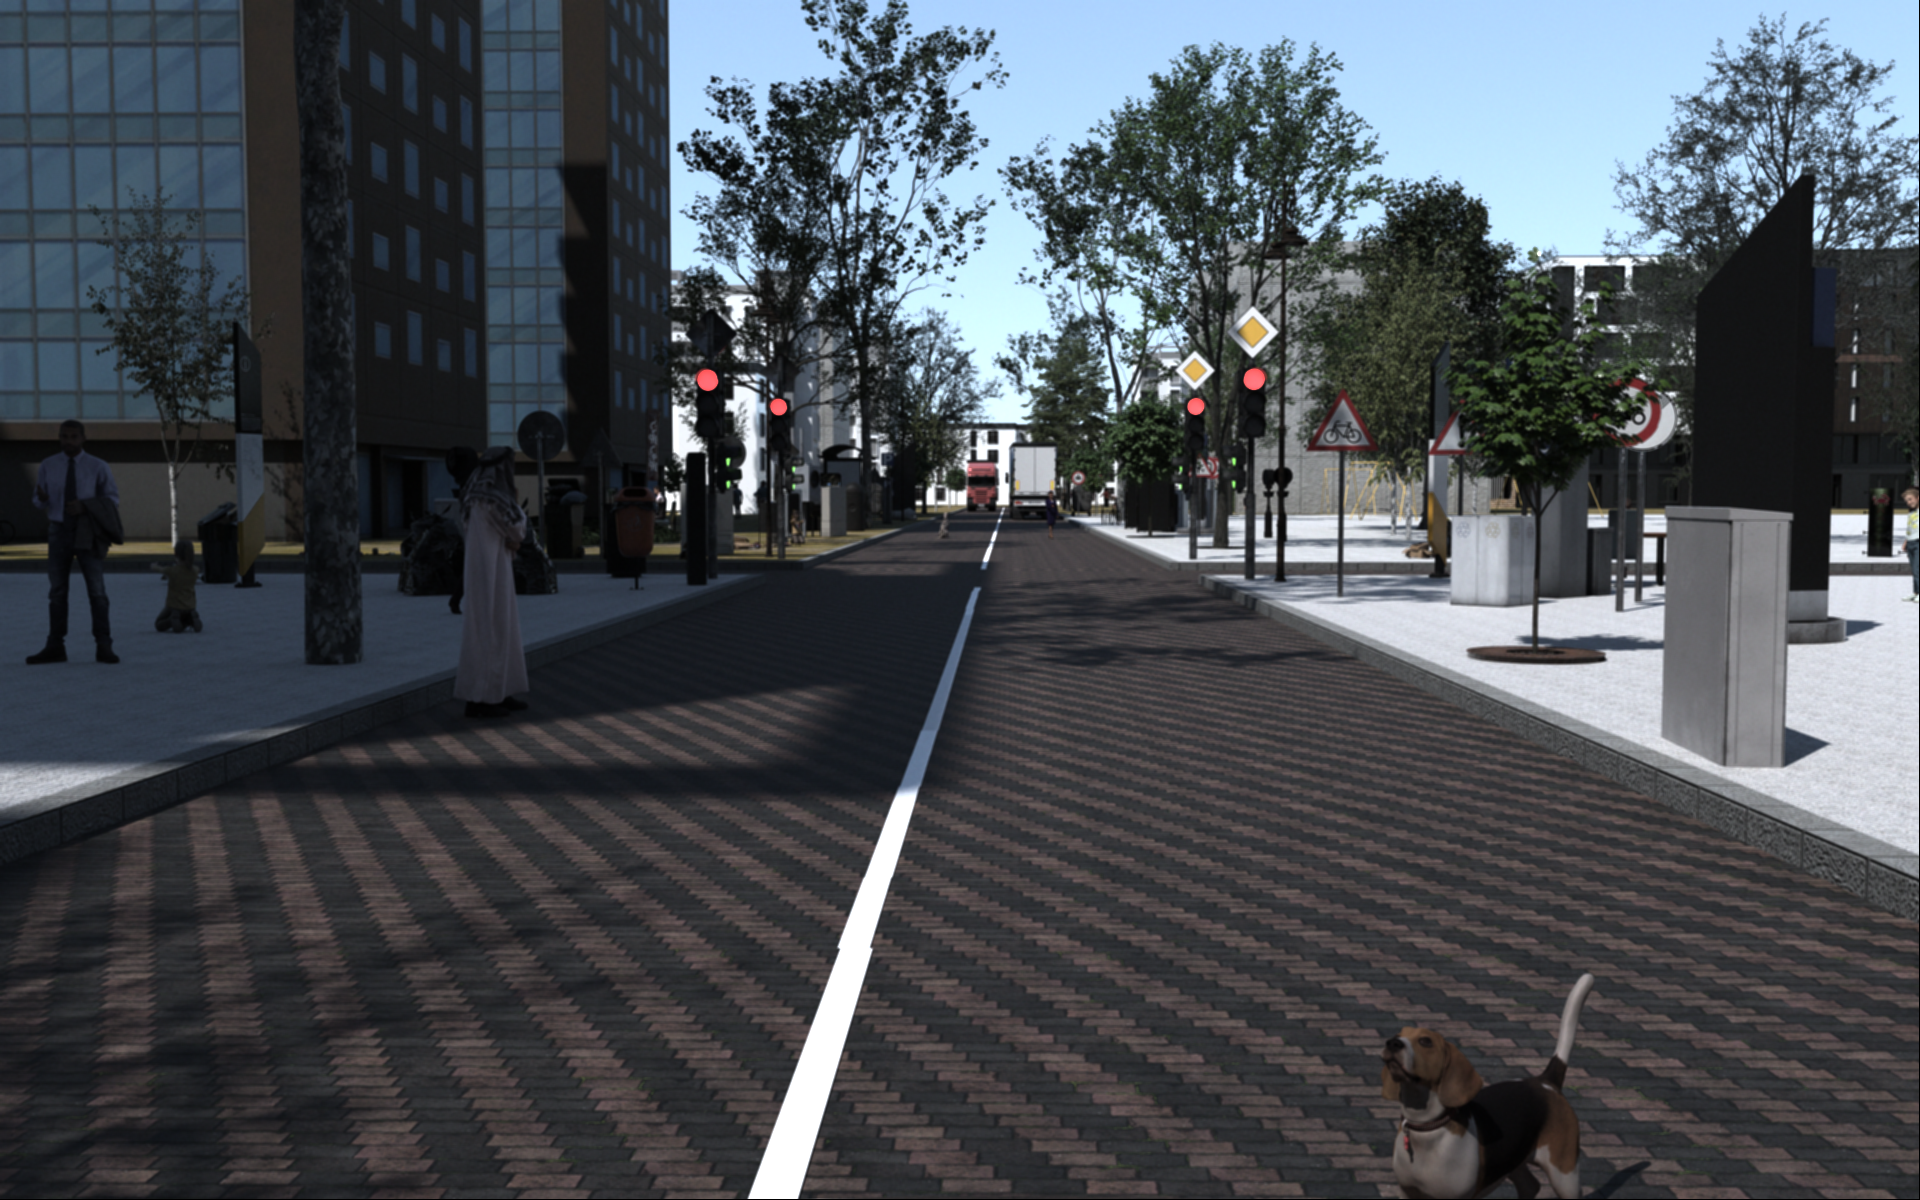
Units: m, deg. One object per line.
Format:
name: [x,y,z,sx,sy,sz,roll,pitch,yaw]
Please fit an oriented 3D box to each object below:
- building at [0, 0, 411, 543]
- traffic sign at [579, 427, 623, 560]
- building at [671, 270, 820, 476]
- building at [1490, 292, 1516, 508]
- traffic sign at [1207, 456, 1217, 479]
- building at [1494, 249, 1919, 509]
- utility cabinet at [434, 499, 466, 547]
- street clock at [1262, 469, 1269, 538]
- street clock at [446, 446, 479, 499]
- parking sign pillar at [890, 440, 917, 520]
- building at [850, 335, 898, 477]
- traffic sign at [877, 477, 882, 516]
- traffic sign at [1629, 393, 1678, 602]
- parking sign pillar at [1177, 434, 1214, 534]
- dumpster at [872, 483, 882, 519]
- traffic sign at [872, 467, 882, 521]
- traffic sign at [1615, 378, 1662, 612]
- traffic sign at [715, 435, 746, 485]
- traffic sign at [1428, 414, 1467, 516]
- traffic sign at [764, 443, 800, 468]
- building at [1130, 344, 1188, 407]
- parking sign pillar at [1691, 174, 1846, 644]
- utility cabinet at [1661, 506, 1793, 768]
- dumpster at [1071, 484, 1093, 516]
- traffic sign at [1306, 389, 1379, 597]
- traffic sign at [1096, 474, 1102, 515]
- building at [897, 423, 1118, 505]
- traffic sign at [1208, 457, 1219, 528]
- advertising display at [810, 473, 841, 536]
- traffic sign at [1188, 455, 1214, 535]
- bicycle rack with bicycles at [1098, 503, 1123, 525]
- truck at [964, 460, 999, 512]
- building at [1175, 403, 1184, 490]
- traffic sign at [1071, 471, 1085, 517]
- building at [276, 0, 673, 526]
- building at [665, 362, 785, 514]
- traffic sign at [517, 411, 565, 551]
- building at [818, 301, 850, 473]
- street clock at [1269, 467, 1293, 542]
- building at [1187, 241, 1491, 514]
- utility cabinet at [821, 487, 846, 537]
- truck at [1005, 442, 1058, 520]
building: [-23.273,-24.532,51.211,14.600,45.320,14.200,0,4,2]
traffic sign: [-6.986,-2.060,33.688,0.884,2.594,0.081,0,4,7]
building: [-19.694,-17.612,144.375,16.016,20.091,11.380,0,4,2]
building: [45.492,-18.885,165.196,11.380,20.091,16.016,0,4,2]
traffic sign: [8.146,-3.511,57.510,0.768,2.556,0.104,0,4,6]
building: [67.579,-19.245,158.632,32.646,21.610,27.936,0,4,2]
utility cabinet: [-6.871,-0.812,24.439,1.020,1.237,0.306,-1,4,-14]
street clock: [9.030,-2.820,50.676,0.358,2.002,0.471,-1,4,-12]
street clock: [-7.566,-1.333,26.372,0.471,2.002,0.358,2,4,29]
parking sign pillar: [-2.854,-5.983,86.299,1.447,3.967,1.447,-3,4,-36]
building: [-13.654,-21.789,212.670,11.380,20.091,16.016,0,4,2]
traffic sign: [-4.844,-6.158,102.805,0.606,2.300,0.079,1,4,10]
traffic sign: [8.063,-1.248,20.509,0.768,2.556,0.104,1,4,10]
parking sign pillar: [7.754,-4.135,56.081,1.447,3.967,1.447,1,4,11]
dumpster: [-4.561,-5.129,89.625,1.264,1.857,1.865,0,4,1]
traffic sign: [-4.052,-5.028,82.204,0.884,2.594,0.081,0,4,7]
traffic sign: [7.195,-1.144,18.816,0.768,2.556,0.104,0,4,4]
traffic sign: [-5.010,-2.288,37.512,0.768,2.556,0.104,0,4,7]
traffic sign: [6.811,-1.441,23.562,0.884,2.594,0.081,0,4,8]
traffic sign: [-3.914,-2.340,37.995,0.795,2.593,0.064,0,4,6]
building: [26.957,-21.712,211.403,11.380,20.091,16.016,0,4,2]
parking sign pillar: [7.117,-1.646,15.382,1.447,3.967,1.447,-1,4,-15]
utility cabinet: [3.790,0.157,8.592,0.306,1.237,1.020,0,4,6]
dumpster: [7.129,-5.842,101.274,1.264,1.857,1.865,0,4,1]
traffic sign: [4.727,-1.313,21.467,0.884,2.594,0.081,0,4,5]
traffic sign: [8.373,-6.472,105.922,0.768,2.556,0.104,0,4,6]
building: [6.691,-16.311,208.826,28.070,9.664,9.099,0,4,2]
traffic sign: [8.612,-3.612,59.163,0.768,2.556,0.104,1,4,8]
advertising display: [-4.103,-2.920,52.949,0.974,1.923,0.123,-2,4,-25]
traffic sign: [7.479,-3.309,54.099,0.884,2.594,0.081,0,4,7]
bicycle rack with bicycles: [6.856,-3.580,71.918,2.852,0.926,2.925,1,4,10]
truck: [1.834,-9.525,144.647,2.839,4.237,11.283,0,4,1]
building: [24.770,-13.312,159.790,9.099,9.664,28.070,0,4,2]
traffic sign: [6.496,-5.807,95.050,0.768,2.556,0.104,1,4,10]
building: [-21.988,-26.403,81.799,14.600,45.320,14.200,0,4,2]
building: [-16.974,-11.138,124.252,9.099,9.664,28.070,0,4,2]
traffic sign: [-6.404,-1.613,26.479,0.768,2.556,0.104,1,4,8]
building: [-27.146,-18.412,167.491,31.486,18.905,16.747,0,4,2]
street clock: [8.682,-2.571,46.612,0.471,2.002,0.358,3,4,36]
building: [27.057,-16.099,129.683,16.747,18.905,31.486,0,4,2]
utility cabinet: [-3.775,-2.631,51.691,0.318,1.500,1.173,1,4,21]
truck: [4.110,-6.766,99.537,2.839,4.237,11.283,0,4,1]
